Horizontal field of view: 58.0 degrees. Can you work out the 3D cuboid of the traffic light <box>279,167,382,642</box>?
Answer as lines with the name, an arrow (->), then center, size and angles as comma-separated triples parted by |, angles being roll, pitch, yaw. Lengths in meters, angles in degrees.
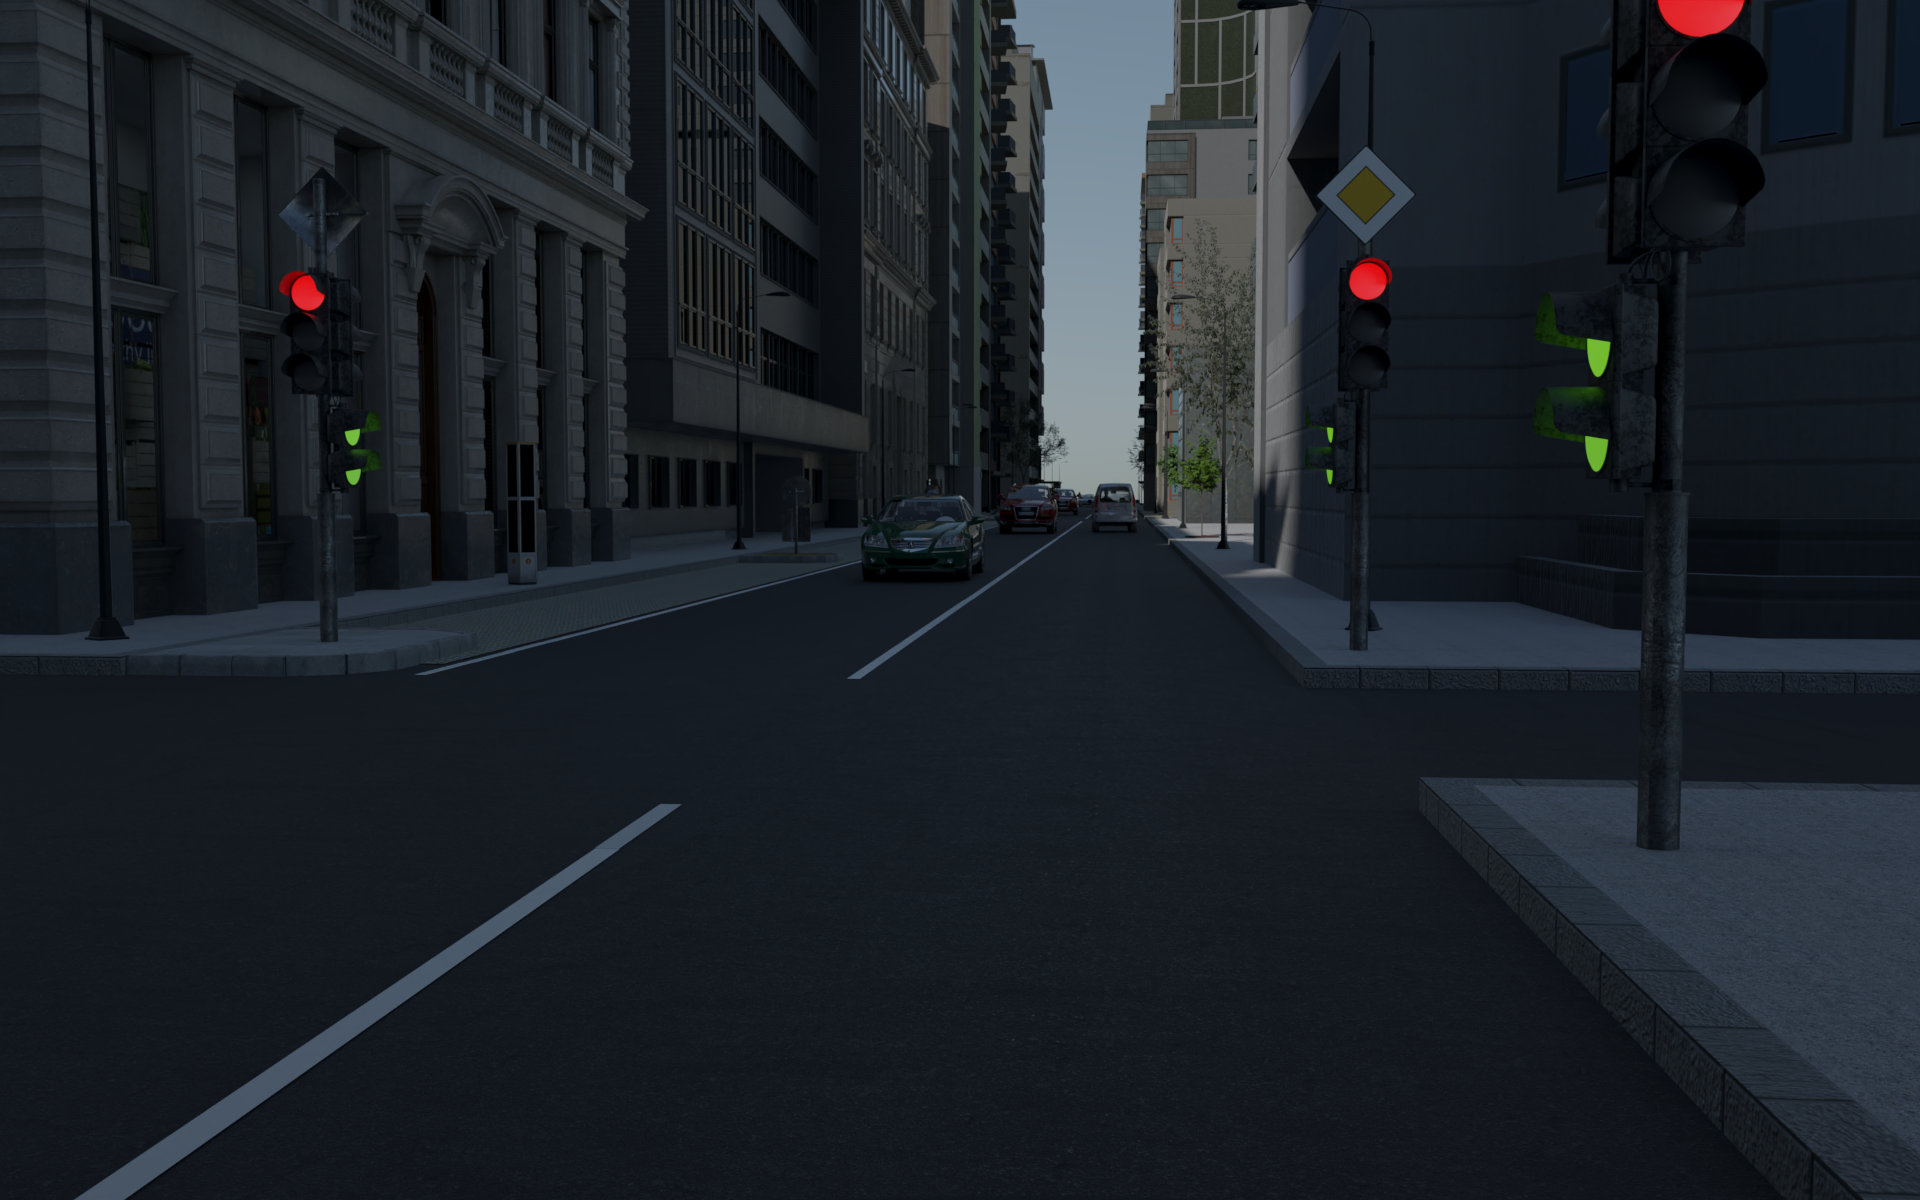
traffic light -> -5.464, -1.591, 14.930 | 0.839, 4.253, 0.868 | 0, 4, 5

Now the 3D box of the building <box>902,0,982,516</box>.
building -> -6.346, -25.293, 97.128 | 14.154, 41.232, 14.086 | 0, 4, 5

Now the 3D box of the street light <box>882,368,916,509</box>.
street light -> -2.317, -5.604, 64.164 | 1.470, 5.913, 1.316 | 0, 4, 5

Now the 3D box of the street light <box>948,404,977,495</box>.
street light -> 0.222, -7.278, 91.540 | 1.470, 5.913, 1.316 | 0, 4, 5

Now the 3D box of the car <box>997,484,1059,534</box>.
car -> 2.567, -3.405, 64.347 | 2.281, 1.827, 5.304 | 0, 4, 5

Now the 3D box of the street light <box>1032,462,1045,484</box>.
street light -> 7.872, -12.329, 174.123 | 1.470, 5.913, 1.316 | 0, 4, 5

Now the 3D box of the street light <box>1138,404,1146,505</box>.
street light -> 10.311, -7.293, 91.784 | 1.470, 5.913, 1.316 | 0, 4, 5

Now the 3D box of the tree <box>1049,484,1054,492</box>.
tree -> 13.608, -15.582, 249.369 | 1.663, 3.219, 1.824 | 0, 3, 0

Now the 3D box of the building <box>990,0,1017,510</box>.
building -> -6.856, -29.732, 140.746 | 22.147, 44.769, 28.867 | 0, 4, 5

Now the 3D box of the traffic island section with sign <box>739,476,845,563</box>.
traffic island section with sign -> -3.496, -1.711, 36.598 | 1.989, 1.847, 2.006 | 0, 4, 5

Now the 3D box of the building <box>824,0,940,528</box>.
building -> -8.349, -17.128, 77.300 | 12.463, 27.353, 25.104 | 0, 4, 5

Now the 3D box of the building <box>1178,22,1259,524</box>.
building -> 20.452, -46.118, 66.693 | 22.319, 86.520, 31.000 | 0, 4, 5

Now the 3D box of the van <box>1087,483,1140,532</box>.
van -> 5.878, -3.618, 66.160 | 2.013, 2.044, 4.112 | 0, 4, 3

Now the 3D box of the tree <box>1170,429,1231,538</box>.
tree -> 7.149, -3.459, 51.161 | 1.663, 3.219, 1.824 | 0, 3, 0

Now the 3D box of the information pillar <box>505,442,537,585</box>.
information pillar -> -6.195, -1.222, 24.475 | 0.304, 2.012, 0.304 | 3, 5, 41

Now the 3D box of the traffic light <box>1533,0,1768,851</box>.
traffic light -> 2.520, -1.056, 6.186 | 0.839, 4.253, 0.868 | 0, 4, 5

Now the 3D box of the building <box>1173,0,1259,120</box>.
building -> 27.061, -43.667, 152.208 | 20.563, 71.187, 20.611 | 0, 4, 5

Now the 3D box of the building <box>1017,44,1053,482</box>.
building -> -3.635, -37.947, 209.666 | 28.713, 52.752, 27.495 | 0, 4, 5

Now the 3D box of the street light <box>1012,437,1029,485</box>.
street light -> 4.788, -10.285, 140.698 | 1.470, 5.913, 1.316 | 0, 4, 5

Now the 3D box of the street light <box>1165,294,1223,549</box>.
street light -> 5.604, -4.145, 40.320 | 1.470, 5.913, 1.316 | 0, 4, 5

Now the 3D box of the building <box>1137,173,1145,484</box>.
building -> 34.920, -35.245, 230.882 | 22.147, 44.769, 28.867 | 0, 4, 5

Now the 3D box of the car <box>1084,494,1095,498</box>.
car -> 16.702, -13.000, 224.349 | 2.131, 1.459, 4.920 | 0, 4, 5

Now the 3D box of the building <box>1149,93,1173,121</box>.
building -> 33.019, -35.593, 205.647 | 21.300, 48.544, 21.600 | 0, 4, 5

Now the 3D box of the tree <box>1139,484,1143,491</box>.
tree -> 19.147, -11.103, 176.138 | 1.663, 3.219, 1.824 | 0, 3, 0

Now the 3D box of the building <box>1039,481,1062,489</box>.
building -> -2.393, -33.264, 235.740 | 32.217, 40.220, 23.993 | 0, 4, 5

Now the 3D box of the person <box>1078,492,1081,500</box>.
person -> 17.047, -14.528, 246.697 | 0.551, 1.740, 0.621 | -3, 5, -42

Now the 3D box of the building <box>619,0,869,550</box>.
building -> -11.783, -14.127, 50.051 | 14.314, 24.678, 30.058 | 0, 4, 5

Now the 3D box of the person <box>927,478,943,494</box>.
person -> -0.543, -1.936, 40.240 | 0.616, 1.811, 0.778 | -3, 4, -38

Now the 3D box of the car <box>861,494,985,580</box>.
car -> -0.586, -1.132, 30.303 | 2.131, 1.459, 4.920 | 0, 4, 5

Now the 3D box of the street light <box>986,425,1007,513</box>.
street light -> 2.472, -8.812, 116.621 | 1.470, 5.913, 1.316 | 0, 4, 5

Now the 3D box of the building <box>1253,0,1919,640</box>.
building -> 18.951, -29.366, 22.138 | 28.212, 58.520, 21.231 | 0, 4, 5

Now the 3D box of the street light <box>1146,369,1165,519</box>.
street light -> 7.770, -5.619, 64.411 | 1.470, 5.913, 1.316 | 0, 4, 5

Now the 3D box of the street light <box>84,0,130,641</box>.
street light -> -6.997, -2.601, 15.065 | 1.470, 5.913, 1.316 | 0, 4, 5

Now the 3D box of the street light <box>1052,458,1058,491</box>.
street light -> 10.191, -13.810, 198.329 | 1.470, 5.913, 1.316 | 0, 4, 5

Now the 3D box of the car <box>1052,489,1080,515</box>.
car -> 7.100, -6.752, 119.070 | 2.281, 1.827, 5.304 | 0, 4, 4

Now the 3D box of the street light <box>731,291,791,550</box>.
street light -> -4.572, -4.116, 39.833 | 1.470, 5.913, 1.316 | 0, 4, 5

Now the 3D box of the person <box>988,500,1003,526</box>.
person -> 1.761, -3.949, 78.559 | 1.012, 1.151, 0.738 | -2, 4, -27

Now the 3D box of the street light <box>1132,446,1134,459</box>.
street light -> 14.994, -10.310, 141.113 | 1.470, 5.913, 1.316 | 0, 4, 5

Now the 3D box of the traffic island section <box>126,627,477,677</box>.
traffic island section -> -5.503, 0.441, 15.069 | 2.009, 0.180, 2.903 | 0, 4, 5

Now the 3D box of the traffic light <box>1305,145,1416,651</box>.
traffic light -> 3.261, -1.542, 14.136 | 0.839, 4.253, 0.868 | 0, 4, 5

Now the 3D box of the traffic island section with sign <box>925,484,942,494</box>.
traffic island section with sign -> -0.955, -3.375, 63.804 | 1.989, 1.847, 2.006 | 0, 4, 5

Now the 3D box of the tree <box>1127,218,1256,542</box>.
tree -> 6.959, -5.840, 45.851 | 4.360, 8.622, 3.978 | 0, 3, 0

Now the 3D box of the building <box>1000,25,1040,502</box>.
building -> -2.694, -34.313, 184.719 | 21.300, 48.544, 21.600 | 0, 4, 5

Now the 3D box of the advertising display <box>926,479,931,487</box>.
advertising display -> -1.374, -4.333, 76.065 | 0.123, 1.923, 0.974 | 0, 4, 4

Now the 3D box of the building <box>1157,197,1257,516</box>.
building -> 27.246, -16.496, 114.750 | 27.650, 21.520, 28.899 | 0, 4, 5

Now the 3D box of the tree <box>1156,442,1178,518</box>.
tree -> 12.398, -6.820, 95.214 | 4.285, 4.588, 4.351 | 0, 3, 0

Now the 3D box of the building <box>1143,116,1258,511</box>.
building -> 21.585, -22.315, 136.558 | 14.160, 30.474, 14.107 | 0, 4, 5

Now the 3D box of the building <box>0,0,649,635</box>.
building -> -12.099, -11.974, 24.652 | 11.050, 23.489, 19.941 | 0, 4, 5

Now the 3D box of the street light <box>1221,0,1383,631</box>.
street light -> 3.277, -2.673, 16.243 | 1.470, 5.913, 1.316 | 0, 4, 5

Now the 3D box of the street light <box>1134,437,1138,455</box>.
street light -> 12.655, -8.814, 116.650 | 1.470, 5.913, 1.316 | 0, 4, 5

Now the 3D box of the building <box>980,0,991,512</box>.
building -> -9.374, -30.075, 115.424 | 21.300, 48.544, 21.600 | 0, 4, 5

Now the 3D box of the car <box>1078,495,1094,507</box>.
car -> 14.294, -11.204, 195.548 | 2.083, 1.381, 4.827 | 0, 4, 5

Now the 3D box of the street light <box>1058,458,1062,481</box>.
street light -> 12.381, -15.283, 222.418 | 1.470, 5.913, 1.316 | 0, 4, 5

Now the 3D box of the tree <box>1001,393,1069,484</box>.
tree -> 5.990, -13.736, 158.989 | 8.767, 10.594, 7.601 | 1, 4, 9
